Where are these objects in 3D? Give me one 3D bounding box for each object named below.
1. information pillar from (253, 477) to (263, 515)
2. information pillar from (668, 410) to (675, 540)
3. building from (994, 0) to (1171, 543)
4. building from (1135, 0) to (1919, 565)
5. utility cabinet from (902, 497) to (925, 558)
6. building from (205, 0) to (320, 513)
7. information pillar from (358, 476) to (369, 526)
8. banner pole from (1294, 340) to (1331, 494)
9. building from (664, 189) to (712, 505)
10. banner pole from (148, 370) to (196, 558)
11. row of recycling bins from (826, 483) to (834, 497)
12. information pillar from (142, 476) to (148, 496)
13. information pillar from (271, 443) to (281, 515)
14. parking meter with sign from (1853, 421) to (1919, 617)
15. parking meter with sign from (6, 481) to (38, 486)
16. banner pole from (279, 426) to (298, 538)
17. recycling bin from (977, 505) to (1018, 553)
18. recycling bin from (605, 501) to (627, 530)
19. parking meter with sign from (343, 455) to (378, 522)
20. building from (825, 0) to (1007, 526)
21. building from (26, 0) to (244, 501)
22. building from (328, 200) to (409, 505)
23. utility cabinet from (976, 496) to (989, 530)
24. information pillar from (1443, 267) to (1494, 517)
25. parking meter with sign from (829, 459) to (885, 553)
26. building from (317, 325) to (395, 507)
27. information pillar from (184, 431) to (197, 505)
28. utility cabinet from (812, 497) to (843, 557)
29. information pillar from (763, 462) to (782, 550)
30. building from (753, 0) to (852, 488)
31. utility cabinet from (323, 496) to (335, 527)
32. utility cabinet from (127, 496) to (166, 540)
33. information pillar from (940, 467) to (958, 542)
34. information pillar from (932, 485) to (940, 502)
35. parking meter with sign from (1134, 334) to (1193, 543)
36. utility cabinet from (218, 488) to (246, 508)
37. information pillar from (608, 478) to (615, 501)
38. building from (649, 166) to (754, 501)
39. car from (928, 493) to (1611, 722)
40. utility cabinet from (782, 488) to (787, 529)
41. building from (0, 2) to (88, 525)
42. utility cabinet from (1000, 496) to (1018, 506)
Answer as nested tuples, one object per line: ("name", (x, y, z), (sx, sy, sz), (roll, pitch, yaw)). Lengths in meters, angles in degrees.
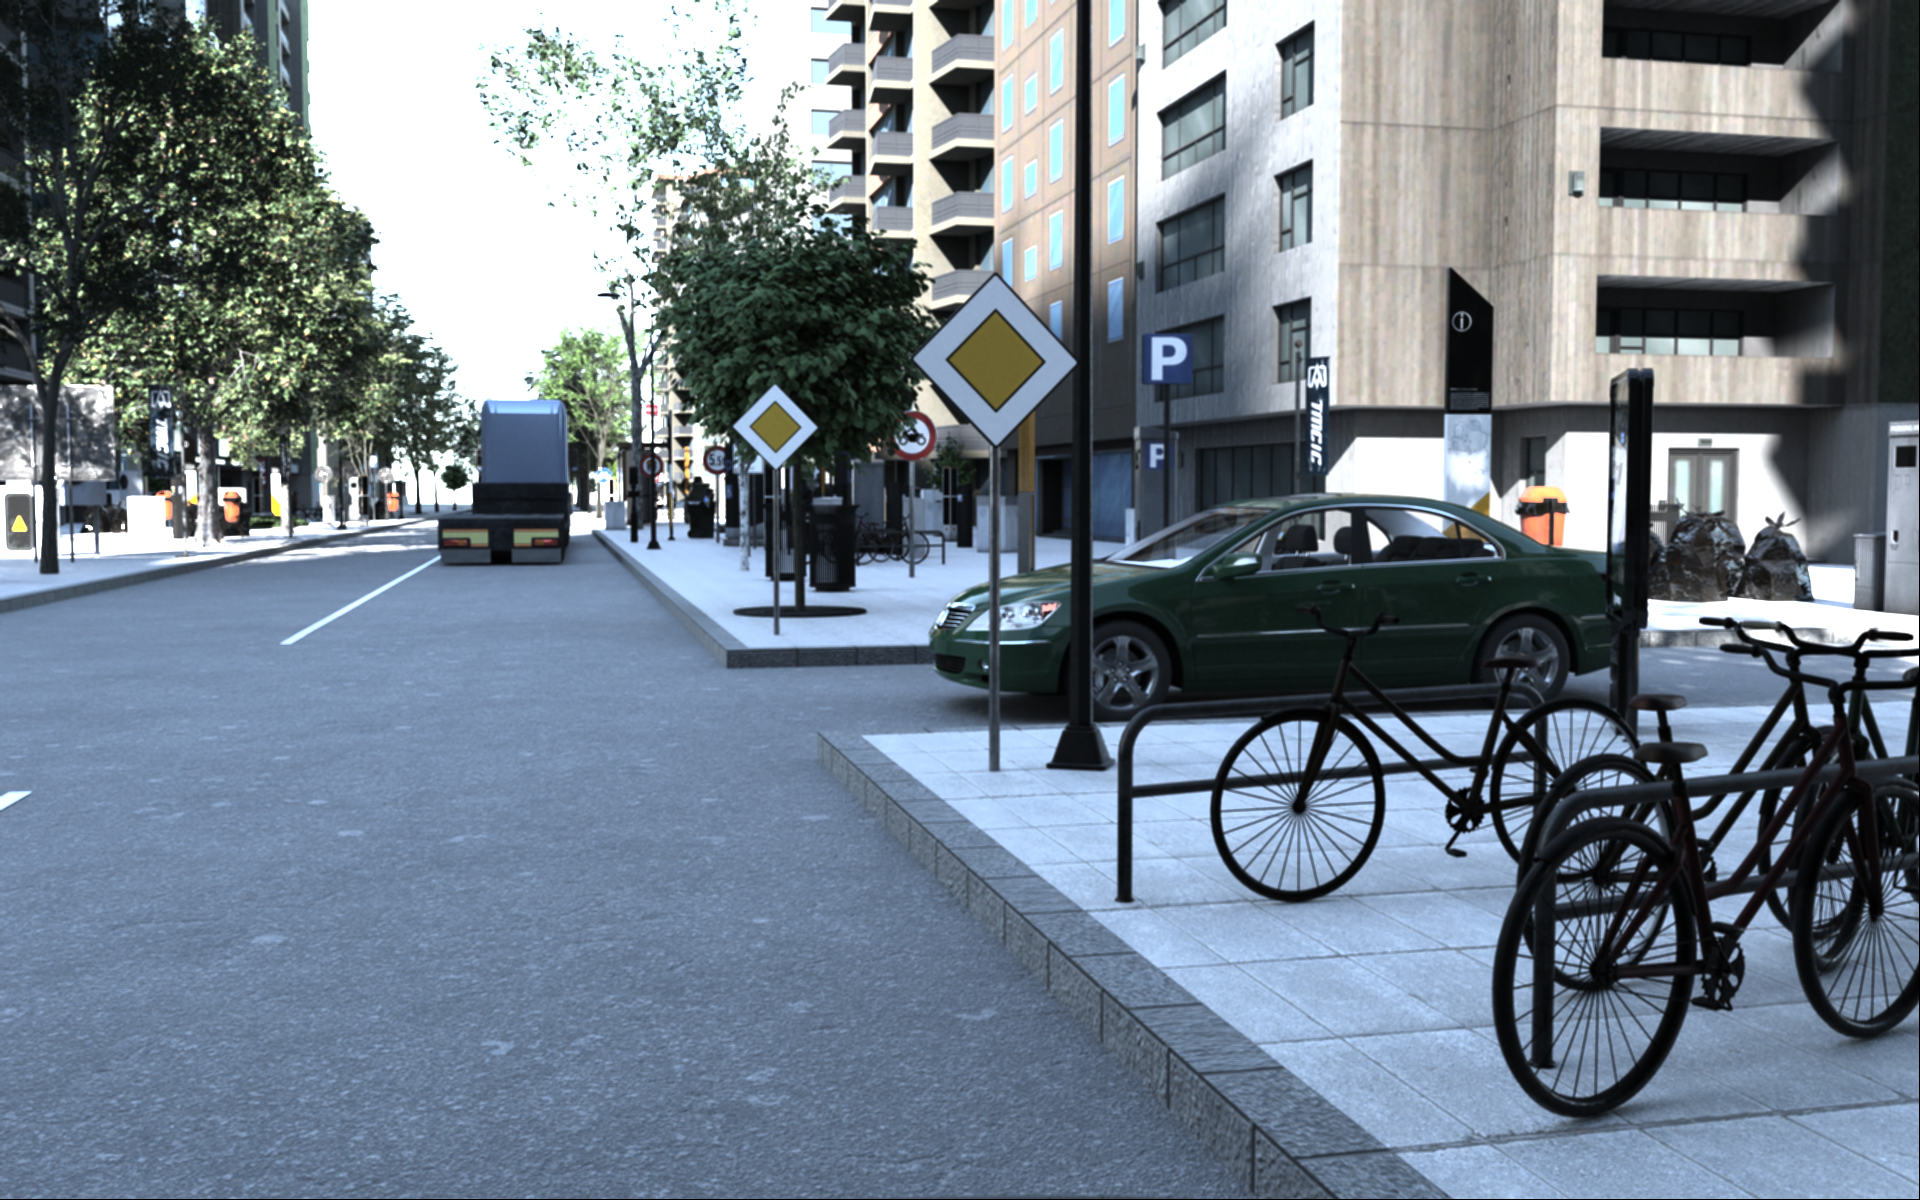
("information pillar", (-30.702, -4.361, 75.792), (0.304, 2.012, 0.304), (0, 4, -1))
("information pillar", (-8.039, -3.472, 48.128), (0.183, 3.616, 0.504), (0, 4, -8))
("building", (9.439, -24.451, 49.881), (14.600, 45.320, 14.200), (-1, 4, -13))
("building", (12.501, -16.169, 36.057), (14.107, 30.474, 14.160), (-1, 4, -13))
("utility cabinet", (-0.928, -1.456, 34.966), (0.306, 1.237, 1.020), (-1, 4, -12))
("building", (-57.819, -27.474, 132.789), (14.154, 41.232, 14.086), (-1, 4, -13))
("information pillar", (-23.802, -3.953, 69.122), (0.304, 2.012, 0.304), (-3, 5, -44))
("banner pole", (5.645, -2.327, 28.056), (0.401, 3.779, 0.863), (-3, 5, -40))
("building", (-19.353, -31.705, 210.250), (32.217, 40.220, 23.993), (-1, 4, -13))
("banner pole", (-15.895, -2.745, 34.895), (0.863, 3.779, 0.401), (-3, 5, -40))
("row of recycling bins", (-4.932, -3.674, 67.180), (1.069, 1.692, 3.534), (1, 4, 20))
("information pillar", (-33.944, -4.127, 71.961), (0.304, 2.012, 0.304), (2, 4, 34))
("information pillar", (-28.258, -4.908, 71.606), (0.504, 3.616, 0.183), (2, 4, 28))
("parking meter with sign", (10.211, -1.346, 18.274), (0.543, 3.016, 1.738), (-1, 4, -13))
("parking meter with sign", (-25.137, -3.068, 46.421), (1.738, 3.016, 0.543), (0, 4, -2))
("banner pole", (-19.717, -3.709, 50.666), (0.401, 3.779, 0.863), (-3, 5, -45))
("recycling bin", (0.851, -1.567, 38.182), (0.722, 1.027, 0.722), (2, 4, 32))
("recycling bin", (-12.402, -3.050, 62.427), (0.722, 1.027, 0.722), (0, 4, -6))
("parking meter with sign", (-27.312, -5.034, 78.563), (1.738, 3.016, 0.543), (1, 4, 16))
("building", (5.645, -25.973, 79.290), (22.147, 44.769, 28.867), (-1, 4, -13))
("building", (-54.336, -29.128, 95.844), (23.786, 49.044, 30.456), (-1, 4, -13))
("building", (-85.325, -31.827, 212.244), (32.217, 40.220, 23.993), (-1, 4, -13))
("utility cabinet", (1.082, -3.121, 62.187), (1.020, 1.237, 0.306), (2, 4, 33))
("information pillar", (5.254, -1.628, 17.981), (0.504, 3.616, 0.183), (0, 4, -4))
("parking meter with sign", (-1.982, -2.533, 37.677), (1.738, 3.016, 0.543), (-1, 4, -9))
("building", (-77.051, -20.940, 187.407), (27.650, 21.520, 28.899), (-1, 4, -13))
("information pillar", (-27.648, -4.324, 62.056), (0.504, 3.616, 0.183), (-3, 5, -45))
("utility cabinet", (-2.746, -1.508, 35.812), (0.306, 1.237, 1.020), (-2, 4, -25))
("information pillar", (-4.292, -2.153, 39.698), (0.304, 2.012, 0.304), (2, 4, 29))
("building", (-3.601, -35.280, 118.819), (21.231, 58.520, 28.212), (-1, 4, -13))
("utility cabinet", (-24.963, -3.508, 68.514), (0.306, 1.237, 1.020), (-1, 4, -11))
("utility cabinet", (-23.090, -2.325, 49.168), (0.306, 1.237, 1.020), (2, 4, 27))
("information pillar", (-0.263, -2.584, 46.739), (0.304, 2.012, 0.304), (3, 5, 44))
("information pillar", (-0.824, -3.466, 61.166), (0.304, 2.012, 0.304), (-1, 4, -12))
("parking meter with sign", (2.251, -1.435, 19.728), (0.543, 3.016, 1.738), (0, 4, 0))
("utility cabinet", (-25.574, -3.176, 60.603), (0.318, 1.500, 1.173), (2, 4, 33))
("information pillar", (-16.117, -4.624, 80.088), (0.304, 2.012, 0.304), (-1, 4, -15))
("building", (-30.396, -35.474, 234.620), (22.147, 44.769, 28.867), (-1, 4, -13))
("car", (2.211, -0.010, 11.957), (4.920, 1.459, 2.131), (-1, 4, -13))
("utility cabinet", (-5.878, -3.274, 62.209), (1.173, 1.500, 0.318), (0, 4, -7))
("building", (-47.724, -38.569, 68.849), (20.563, 71.187, 20.611), (-1, 4, -13))
("utility cabinet", (1.332, -2.234, 47.681), (0.306, 1.237, 1.020), (2, 4, 26))
